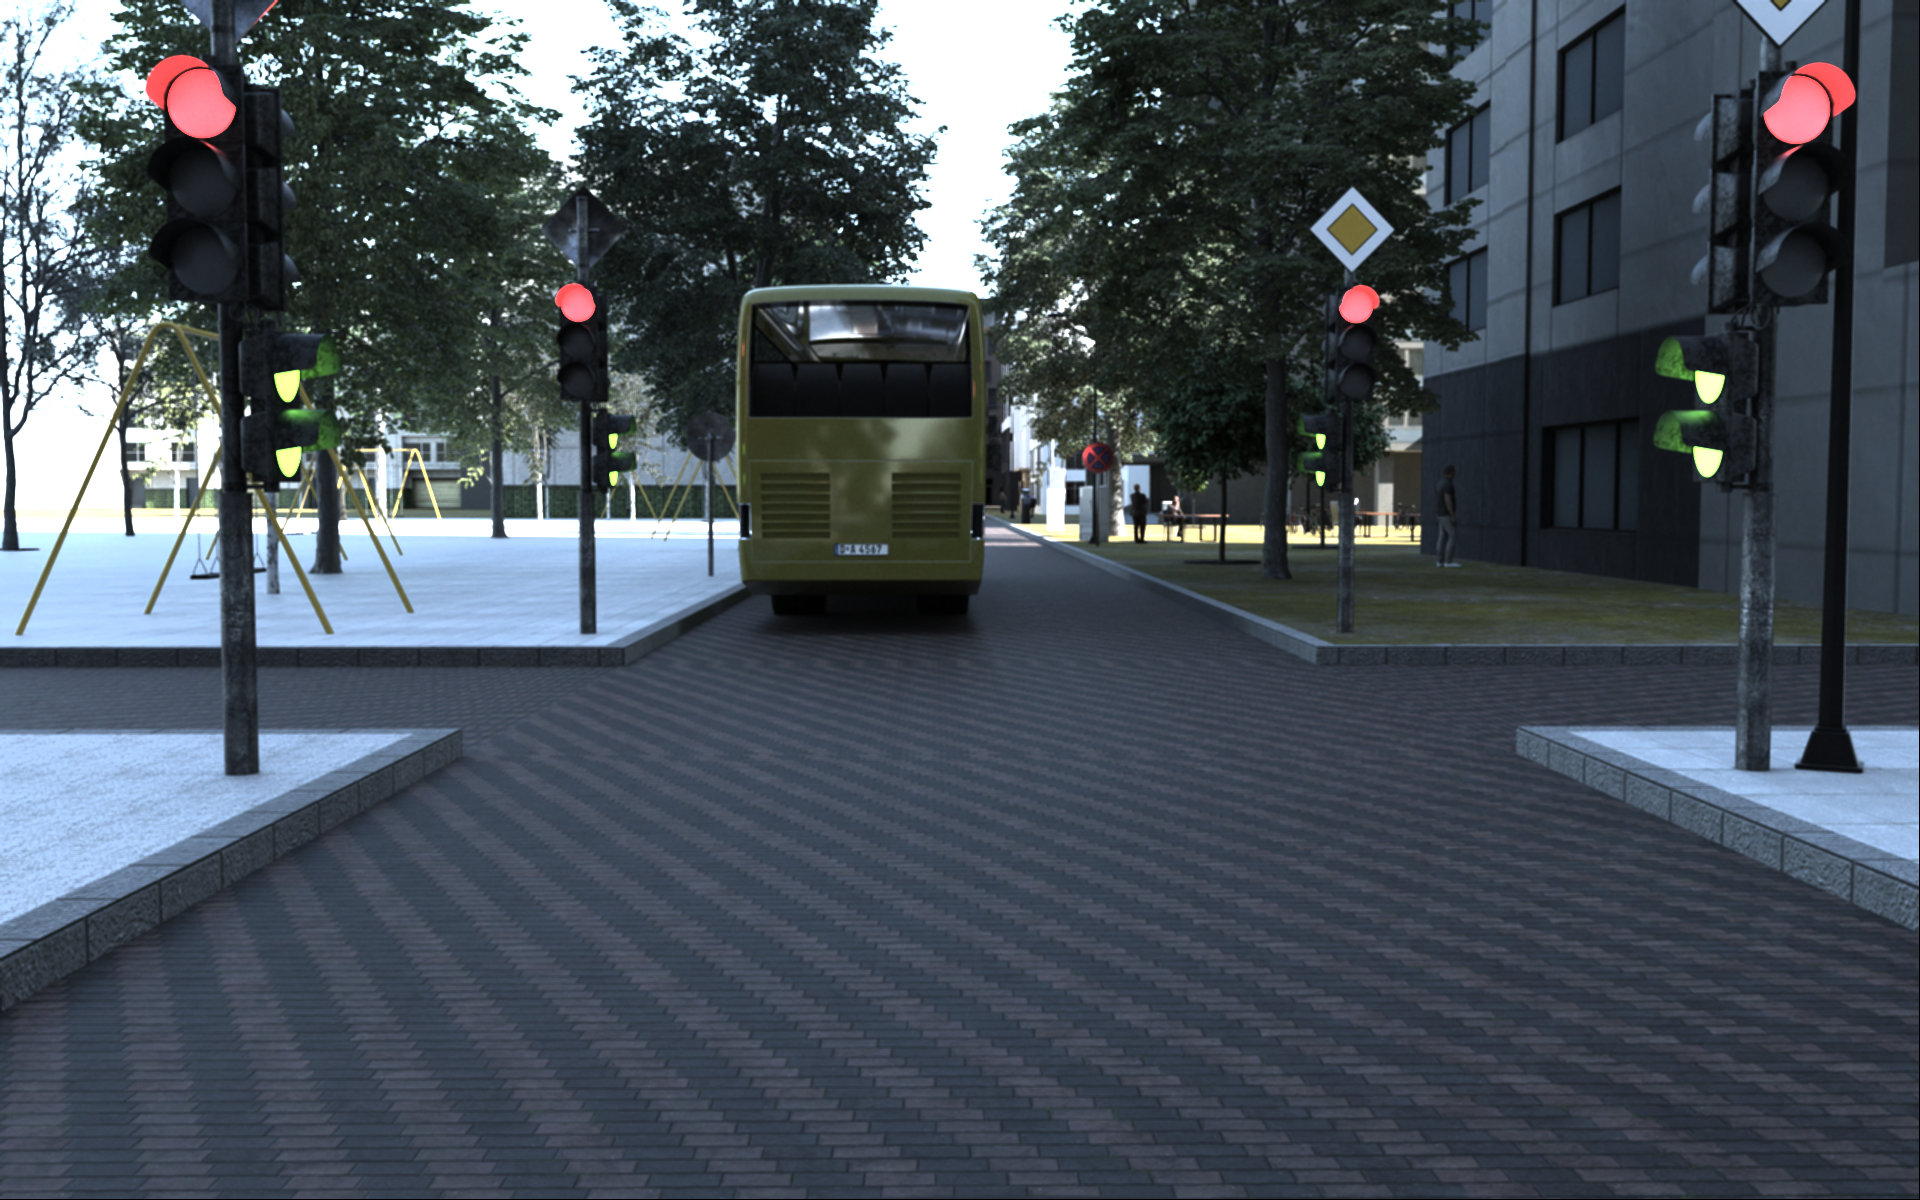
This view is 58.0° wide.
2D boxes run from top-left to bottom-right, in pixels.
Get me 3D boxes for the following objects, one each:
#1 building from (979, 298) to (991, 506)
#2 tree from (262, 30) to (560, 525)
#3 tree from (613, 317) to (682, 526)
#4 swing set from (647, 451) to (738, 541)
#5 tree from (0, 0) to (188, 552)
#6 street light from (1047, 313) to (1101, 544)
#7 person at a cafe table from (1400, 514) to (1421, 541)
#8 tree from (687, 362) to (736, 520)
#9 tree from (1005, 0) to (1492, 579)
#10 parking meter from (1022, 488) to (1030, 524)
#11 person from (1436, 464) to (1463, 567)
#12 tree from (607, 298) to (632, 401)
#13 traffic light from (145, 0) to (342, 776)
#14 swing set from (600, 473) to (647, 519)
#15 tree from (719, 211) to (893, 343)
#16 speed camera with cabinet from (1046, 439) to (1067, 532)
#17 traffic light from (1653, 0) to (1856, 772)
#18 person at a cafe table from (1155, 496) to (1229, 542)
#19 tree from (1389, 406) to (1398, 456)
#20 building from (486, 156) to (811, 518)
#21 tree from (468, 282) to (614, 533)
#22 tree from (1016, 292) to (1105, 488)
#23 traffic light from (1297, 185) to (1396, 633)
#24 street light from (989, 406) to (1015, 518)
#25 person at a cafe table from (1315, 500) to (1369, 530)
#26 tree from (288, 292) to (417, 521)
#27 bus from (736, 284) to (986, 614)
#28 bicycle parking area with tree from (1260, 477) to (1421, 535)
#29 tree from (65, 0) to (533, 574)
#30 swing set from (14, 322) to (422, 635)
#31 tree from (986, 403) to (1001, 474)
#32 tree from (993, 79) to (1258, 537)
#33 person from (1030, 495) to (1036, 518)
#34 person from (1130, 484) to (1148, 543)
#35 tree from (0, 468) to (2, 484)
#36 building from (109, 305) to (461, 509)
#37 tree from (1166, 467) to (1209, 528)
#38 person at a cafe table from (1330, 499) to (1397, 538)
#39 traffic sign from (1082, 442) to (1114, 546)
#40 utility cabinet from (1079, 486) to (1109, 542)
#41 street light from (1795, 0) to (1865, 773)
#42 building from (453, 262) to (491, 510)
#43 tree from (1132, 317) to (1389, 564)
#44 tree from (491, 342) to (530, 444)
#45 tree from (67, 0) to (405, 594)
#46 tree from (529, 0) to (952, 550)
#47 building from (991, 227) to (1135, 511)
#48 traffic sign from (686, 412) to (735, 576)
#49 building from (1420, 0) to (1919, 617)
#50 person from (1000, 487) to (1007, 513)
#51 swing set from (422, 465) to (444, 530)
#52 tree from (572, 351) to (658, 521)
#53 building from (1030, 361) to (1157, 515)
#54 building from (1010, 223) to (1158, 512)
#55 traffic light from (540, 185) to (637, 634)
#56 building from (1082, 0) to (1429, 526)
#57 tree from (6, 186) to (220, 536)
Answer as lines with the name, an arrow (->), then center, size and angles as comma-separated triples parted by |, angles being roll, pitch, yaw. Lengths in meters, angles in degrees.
building -> 5.143, -21.214, 190.816 | 32.646, 21.610, 27.936 | 0, 4, -1
tree -> -22.487, -13.075, 69.661 | 12.611, 20.169, 13.585 | 0, 3, 0
tree -> -13.070, -7.254, 68.973 | 4.360, 8.622, 3.978 | 0, 3, 0
swing set -> -7.108, -3.131, 48.805 | 2.862, 2.851, 3.119 | -1, 4, -17
tree -> -21.372, -7.860, 38.875 | 12.009, 13.543, 11.850 | 0, 3, 0
street light -> 2.933, -4.403, 44.531 | 1.470, 5.913, 1.316 | 0, 4, -1
person at a cafe table -> 13.144, -2.199, 46.811 | 1.726, 1.238, 1.698 | -2, 4, -29
tree -> -12.407, -8.305, 86.144 | 4.360, 8.622, 3.978 | 0, 3, 0
tree -> 4.409, -6.589, 25.849 | 7.486, 12.596, 7.792 | 0, 3, 0
parking meter -> 2.827, -4.032, 74.342 | 0.372, 1.533, 0.369 | 0, 3, 0
person -> 8.608, -1.487, 30.481 | 0.434, 1.807, 0.598 | 0, 4, 7
tree -> -13.396, -8.073, 50.115 | 7.486, 12.596, 7.792 | 0, 3, 0
traffic light -> -3.283, -1.157, 7.840 | 0.839, 4.253, 0.868 | 0, 4, -1
swing set -> -17.069, -5.595, 89.099 | 2.862, 2.851, 3.119 | -1, 4, -11
tree -> -5.089, -8.357, 62.395 | 9.928, 11.665, 9.643 | 0, 3, 0
speed camera with cabinet -> 3.283, -3.954, 58.982 | 0.660, 3.252, 2.038 | 0, 4, 6
traffic light -> 3.677, -1.165, 7.963 | 0.839, 4.253, 0.868 | 0, 4, -1
person at a cafe table -> 6.086, -2.206, 46.925 | 1.698, 1.238, 1.726 | -2, 4, -24
tree -> 8.616, -3.516, 41.205 | 4.285, 4.588, 4.351 | 0, 3, 0
building -> -16.627, -14.697, 106.756 | 16.747, 18.905, 31.486 | 0, 4, -1
tree -> -14.192, -6.538, 57.251 | 4.360, 8.622, 3.978 | 0, 3, 0
tree -> 3.784, -6.965, 64.242 | 4.360, 8.622, 3.978 | 0, 3, 0
traffic light -> 3.554, -1.653, 15.947 | 0.839, 4.253, 0.868 | 0, 4, -1
street light -> 2.226, -7.250, 91.082 | 1.470, 5.913, 1.316 | 0, 4, -1
person at a cafe table -> 14.104, -3.211, 63.361 | 1.698, 1.238, 1.726 | -1, 4, -9
tree -> -29.092, -9.526, 81.513 | 9.928, 11.665, 9.643 | 0, 3, 0
bus -> -1.136, -1.954, 23.500 | 2.896, 3.916, 12.252 | 0, 4, -1
bicycle parking area with tree -> 14.129, -4.308, 57.435 | 8.231, 4.147, 9.016 | 1, 4, 10
tree -> -10.395, -6.729, 28.148 | 7.486, 12.596, 7.792 | 0, 3, 0
swing set -> -7.271, -1.204, 17.305 | 2.862, 2.851, 3.119 | 0, 4, -3
tree -> 2.249, -14.347, 168.993 | 8.767, 10.594, 7.601 | 0, 4, 4
tree -> 4.735, -8.891, 52.023 | 9.857, 13.997, 8.962 | 0, 3, 0
person -> 3.818, -5.215, 94.544 | 0.697, 1.427, 0.421 | 1, 4, 11
person -> 4.646, -2.250, 45.092 | 0.482, 1.546, 0.388 | 2, 4, 34
tree -> -49.069, -10.226, 69.012 | 18.604, 14.587, 13.155 | 0, 4, 2
building -> -57.023, -17.755, 156.746 | 31.486, 18.905, 16.747 | 0, 4, -1
tree -> 8.852, -4.332, 65.430 | 1.663, 3.219, 1.824 | 0, 3, 0
person at a cafe table -> 11.794, -2.618, 51.313 | 1.622, 1.524, 1.698 | -1, 4, -16
traffic sign -> 3.386, -2.595, 42.534 | 0.768, 2.556, 0.104 | 0, 4, 2
utility cabinet -> 3.594, -2.320, 46.613 | 0.318, 1.500, 1.173 | -1, 4, -23
street light -> 3.541, -2.166, 7.948 | 1.470, 5.913, 1.316 | 0, 4, -1
building -> -24.858, -18.745, 150.457 | 32.646, 21.610, 27.936 | 0, 4, -1
tree -> 4.808, -2.960, 32.113 | 4.285, 4.588, 4.351 | 0, 3, 0
tree -> -21.713, -7.948, 80.314 | 4.737, 8.622, 4.395 | 0, 3, 0
tree -> -8.819, -4.372, 21.848 | 4.737, 8.622, 4.395 | 0, 3, 0
tree -> -4.699, -8.105, 39.173 | 9.857, 13.997, 8.962 | 0, 3, 0
building -> 17.391, -18.663, 149.108 | 27.936, 21.610, 32.646 | 0, 4, -1
traffic sign -> -3.891, -1.644, 26.985 | 0.768, 2.556, 0.104 | 0, 4, 7
building -> 20.209, -35.886, 24.983 | 20.611, 71.187, 20.563 | 0, 4, -1
person -> 2.918, -6.691, 116.165 | 0.721, 1.735, 1.217 | -1, 4, -15
swing set -> -20.087, -3.855, 60.649 | 3.119, 2.851, 2.862 | 1, 4, 23
tree -> -16.314, -8.010, 81.318 | 4.737, 8.622, 4.395 | 0, 3, 0
building -> 9.519, -10.102, 107.315 | 9.099, 9.664, 28.070 | 0, 4, -1
building -> 11.786, -16.532, 126.720 | 16.016, 20.091, 11.380 | 0, 4, -1
traffic light -> -3.406, -1.645, 15.824 | 0.839, 4.253, 0.868 | 0, 4, -1
building -> 22.219, -23.678, 79.009 | 32.217, 40.220, 23.993 | 0, 4, -1
tree -> -25.639, -7.217, 52.414 | 7.601, 10.594, 8.767 | -3, 5, -43
